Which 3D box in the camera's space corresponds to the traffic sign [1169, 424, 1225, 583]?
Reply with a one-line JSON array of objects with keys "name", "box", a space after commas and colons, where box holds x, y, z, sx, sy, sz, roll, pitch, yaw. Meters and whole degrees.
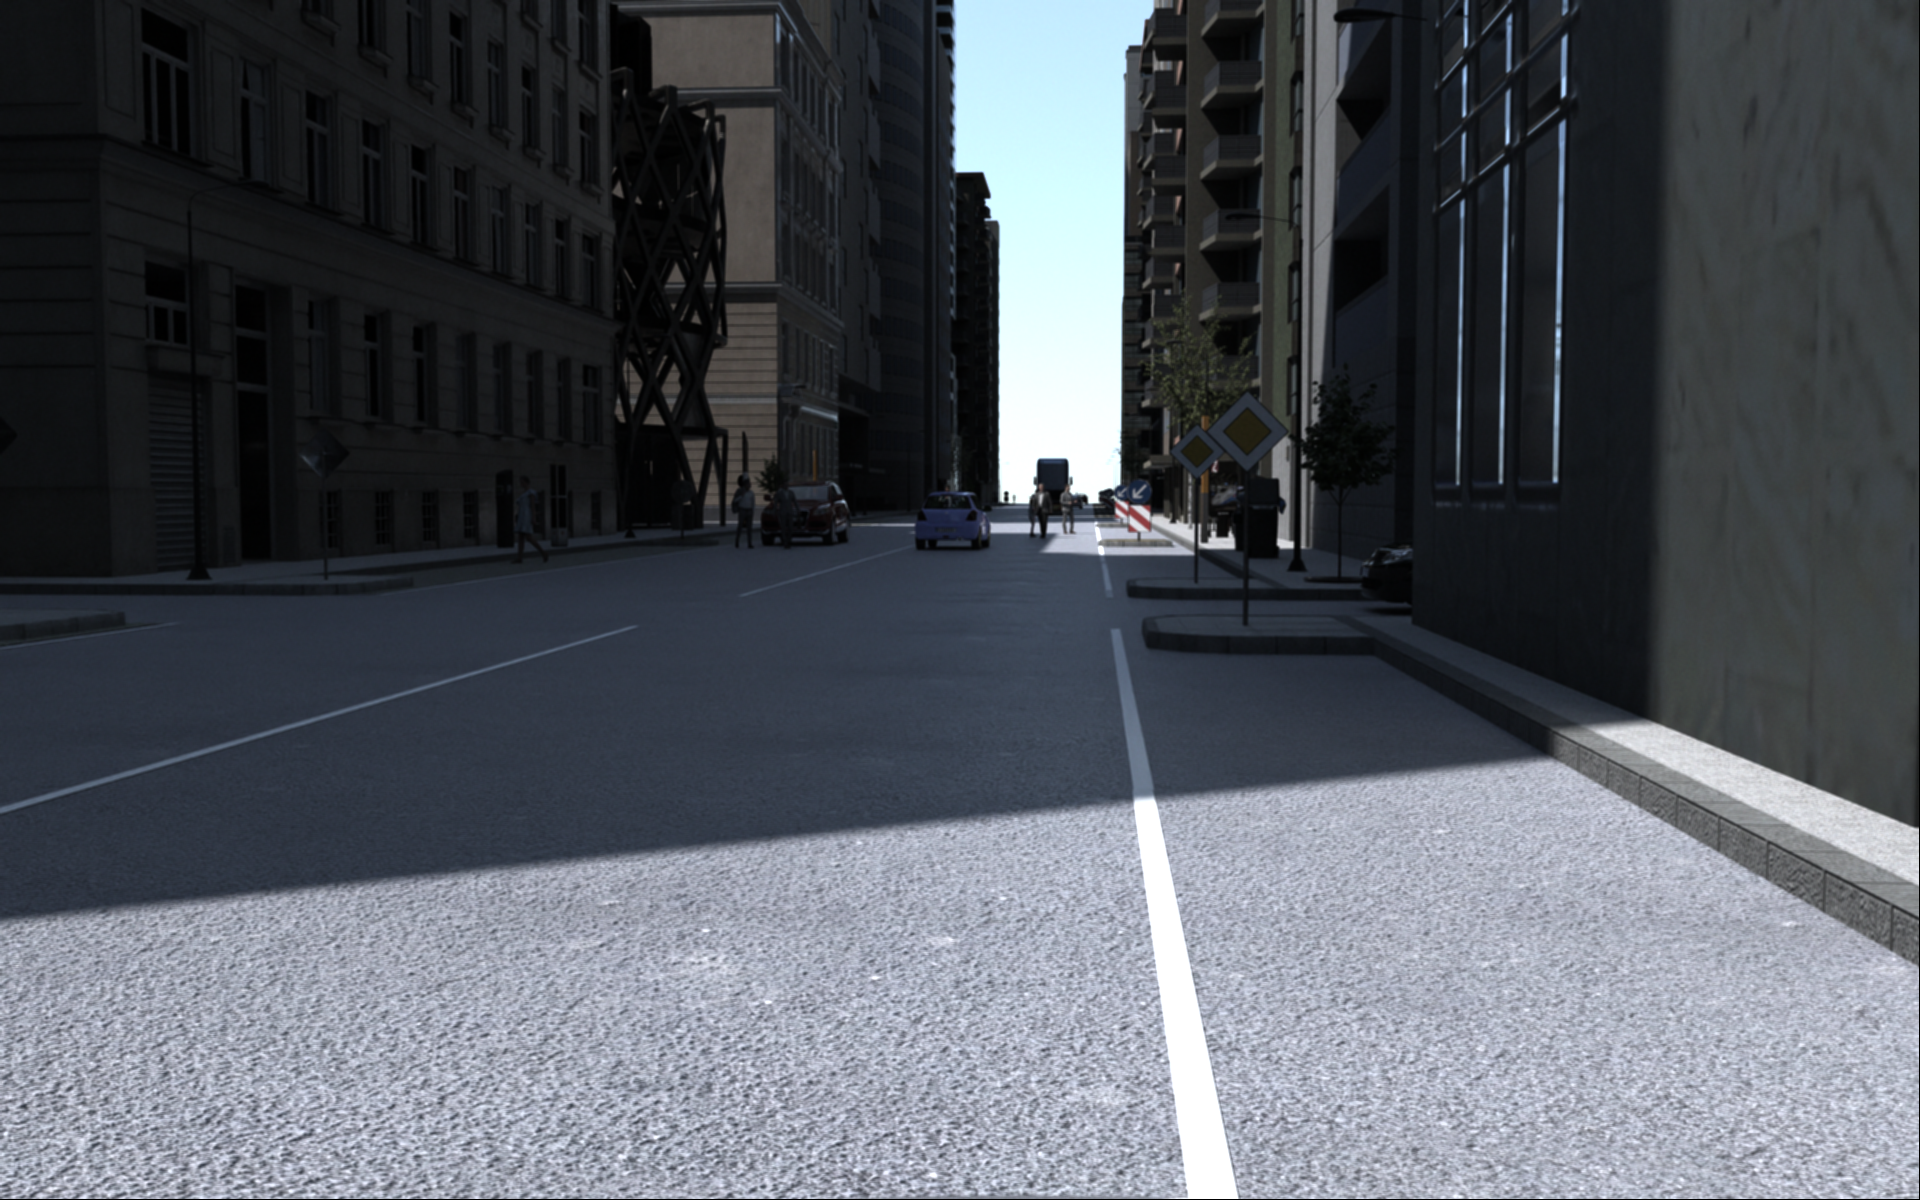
[{"name": "traffic sign", "box": [3.389, -1.295, 24.821, 0.795, 2.450, 0.064, 0, 4, 4]}]

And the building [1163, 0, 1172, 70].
[{"name": "building", "box": [20.183, -28.178, 110.823, 14.600, 45.320, 14.200, 0, 4, 4]}]

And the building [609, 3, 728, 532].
[{"name": "building", "box": [-17.519, -12.083, 65.007, 16.820, 18.784, 16.811, 0, 4, 4]}]

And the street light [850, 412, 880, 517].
[{"name": "street light", "box": [-5.478, -7.654, 97.681, 1.470, 5.913, 1.316, 0, 4, 4]}]

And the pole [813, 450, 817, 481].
[{"name": "pole", "box": [-6.729, -5.306, 80.603, 0.158, 3.312, 0.155, 0, 3, 0]}]

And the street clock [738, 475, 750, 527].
[{"name": "street clock", "box": [-8.204, -3.740, 65.726, 0.471, 2.002, 0.358, 3, 5, 43]}]

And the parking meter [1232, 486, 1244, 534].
[{"name": "parking meter", "box": [8.870, -2.868, 55.298, 0.372, 1.533, 0.369, 0, 3, 0]}]

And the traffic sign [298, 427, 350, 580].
[{"name": "traffic sign", "box": [-9.467, -1.356, 25.812, 0.795, 2.450, 0.064, 0, 4, 4]}]

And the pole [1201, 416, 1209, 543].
[{"name": "pole", "box": [6.403, -3.146, 45.278, 0.158, 3.312, 0.155, 0, 3, 0]}]

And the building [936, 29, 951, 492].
[{"name": "building", "box": [-8.335, -31.525, 165.542, 14.600, 45.320, 14.200, 0, 4, 4]}]

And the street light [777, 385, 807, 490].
[{"name": "street light", "box": [-7.235, -6.209, 74.051, 1.470, 5.913, 1.316, 0, 4, 4]}]

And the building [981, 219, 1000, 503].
[{"name": "building", "box": [-1.626, -34.769, 252.059, 14.154, 41.232, 14.086, 0, 4, 4]}]

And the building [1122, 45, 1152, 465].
[{"name": "building", "box": [32.141, -42.014, 228.931, 21.231, 58.520, 28.212, 0, 4, 4]}]

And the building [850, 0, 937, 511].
[{"name": "building", "box": [-13.662, -36.810, 143.842, 21.231, 58.520, 28.212, 0, 4, 4]}]

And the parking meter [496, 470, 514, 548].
[{"name": "parking meter", "box": [-10.885, -2.184, 41.414, 0.255, 1.863, 0.399, 1, 4, 20]}]

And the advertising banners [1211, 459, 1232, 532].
[{"name": "advertising banners", "box": [9.052, -3.832, 58.838, 0.090, 3.025, 2.074, -1, 4, -23]}]

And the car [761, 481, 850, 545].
[{"name": "car", "box": [-4.421, -2.530, 50.036, 2.281, 1.827, 5.304, 0, 4, 3]}]

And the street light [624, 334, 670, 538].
[{"name": "street light", "box": [-9.113, -4.765, 50.452, 1.470, 5.913, 1.316, 0, 4, 4]}]

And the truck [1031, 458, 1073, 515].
[{"name": "truck", "box": [6.575, -8.240, 124.475, 2.967, 4.110, 18.799, 0, 4, 4]}]

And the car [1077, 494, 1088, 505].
[{"name": "car", "box": [16.719, -14.066, 239.021, 2.155, 1.783, 4.494, 0, 4, 2]}]

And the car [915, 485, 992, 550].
[{"name": "car", "box": [-0.156, -2.220, 45.896, 1.945, 1.707, 3.694, 0, 4, 6]}]

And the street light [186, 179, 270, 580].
[{"name": "street light", "box": [-10.885, -3.256, 25.772, 1.470, 5.913, 1.316, 0, 4, 4]}]

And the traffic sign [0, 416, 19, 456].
[{"name": "traffic sign", "box": [-10.071, -0.869, 17.850, 0.795, 2.450, 0.064, 0, 4, 4]}]

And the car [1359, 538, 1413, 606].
[{"name": "car", "box": [7.005, -0.683, 20.959, 4.222, 1.686, 2.009, 0, 4, 4]}]

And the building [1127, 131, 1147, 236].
[{"name": "building", "box": [27.160, -34.151, 208.483, 14.600, 45.320, 14.200, 0, 4, 4]}]

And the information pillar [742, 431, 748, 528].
[{"name": "information pillar", "box": [-8.056, -4.506, 65.022, 0.183, 3.616, 0.504, 1, 4, 8]}]

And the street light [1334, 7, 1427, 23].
[{"name": "street light", "box": [4.270, -2.699, 16.675, 1.470, 5.913, 1.316, 0, 4, 4]}]

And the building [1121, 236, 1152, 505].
[{"name": "building", "box": [25.321, -25.858, 194.473, 14.160, 30.474, 14.107, 0, 4, 4]}]

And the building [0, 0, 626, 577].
[{"name": "building", "box": [-19.204, -12.683, 40.646, 16.112, 22.955, 30.059, 0, 4, 4]}]

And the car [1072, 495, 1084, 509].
[{"name": "car", "box": [11.008, -9.556, 168.609, 2.083, 1.381, 4.827, 0, 4, 5]}]

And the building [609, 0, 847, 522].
[{"name": "building", "box": [-13.776, -18.537, 88.989, 13.634, 28.700, 20.117, 0, 4, 4]}]

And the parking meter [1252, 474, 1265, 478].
[{"name": "parking meter", "box": [8.750, -2.754, 50.732, 0.399, 1.863, 0.255, 0, 4, -6]}]

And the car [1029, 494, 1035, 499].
[{"name": "car", "box": [9.636, -12.631, 215.561, 2.155, 1.783, 4.494, 0, 4, 4]}]

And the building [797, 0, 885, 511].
[{"name": "building", "box": [-19.947, -32.191, 115.560, 28.713, 52.752, 27.495, 0, 4, 4]}]

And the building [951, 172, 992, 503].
[{"name": "building", "box": [-7.297, -35.219, 230.457, 22.147, 44.769, 28.867, 0, 4, 4]}]

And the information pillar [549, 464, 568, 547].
[{"name": "information pillar", "box": [-9.772, -2.306, 42.191, 0.304, 2.012, 0.304, 3, 5, 43]}]

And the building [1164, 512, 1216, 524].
[{"name": "building", "box": [19.925, -26.095, 81.270, 22.147, 44.769, 28.867, 0, 4, 4]}]

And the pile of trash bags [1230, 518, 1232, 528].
[{"name": "pile of trash bags", "box": [11.182, -3.448, 66.127, 1.912, 1.369, 3.447, -1, 4, -12]}]

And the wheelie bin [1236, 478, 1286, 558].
[{"name": "wheelie bin", "box": [6.036, -1.643, 34.764, 0.980, 1.594, 0.693, 0, 4, 7]}]

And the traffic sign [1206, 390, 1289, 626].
[{"name": "traffic sign", "box": [2.785, -0.808, 16.859, 0.795, 2.450, 0.064, 0, 4, 4]}]

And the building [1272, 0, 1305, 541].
[{"name": "building", "box": [16.472, -17.171, 52.450, 14.160, 30.474, 14.107, 0, 4, 4]}]

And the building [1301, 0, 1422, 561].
[{"name": "building", "box": [21.788, -29.941, 31.539, 28.212, 58.520, 21.231, 0, 4, 4]}]

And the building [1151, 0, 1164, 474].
[{"name": "building", "box": [28.447, -33.125, 130.840, 28.713, 52.752, 27.495, 0, 4, 4]}]

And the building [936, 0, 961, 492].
[{"name": "building", "box": [-10.604, -54.221, 199.182, 22.319, 86.520, 31.000, 0, 4, 4]}]

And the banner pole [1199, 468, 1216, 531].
[{"name": "banner pole", "box": [8.610, -4.289, 60.143, 0.863, 3.779, 0.401, 0, 4, -5]}]
